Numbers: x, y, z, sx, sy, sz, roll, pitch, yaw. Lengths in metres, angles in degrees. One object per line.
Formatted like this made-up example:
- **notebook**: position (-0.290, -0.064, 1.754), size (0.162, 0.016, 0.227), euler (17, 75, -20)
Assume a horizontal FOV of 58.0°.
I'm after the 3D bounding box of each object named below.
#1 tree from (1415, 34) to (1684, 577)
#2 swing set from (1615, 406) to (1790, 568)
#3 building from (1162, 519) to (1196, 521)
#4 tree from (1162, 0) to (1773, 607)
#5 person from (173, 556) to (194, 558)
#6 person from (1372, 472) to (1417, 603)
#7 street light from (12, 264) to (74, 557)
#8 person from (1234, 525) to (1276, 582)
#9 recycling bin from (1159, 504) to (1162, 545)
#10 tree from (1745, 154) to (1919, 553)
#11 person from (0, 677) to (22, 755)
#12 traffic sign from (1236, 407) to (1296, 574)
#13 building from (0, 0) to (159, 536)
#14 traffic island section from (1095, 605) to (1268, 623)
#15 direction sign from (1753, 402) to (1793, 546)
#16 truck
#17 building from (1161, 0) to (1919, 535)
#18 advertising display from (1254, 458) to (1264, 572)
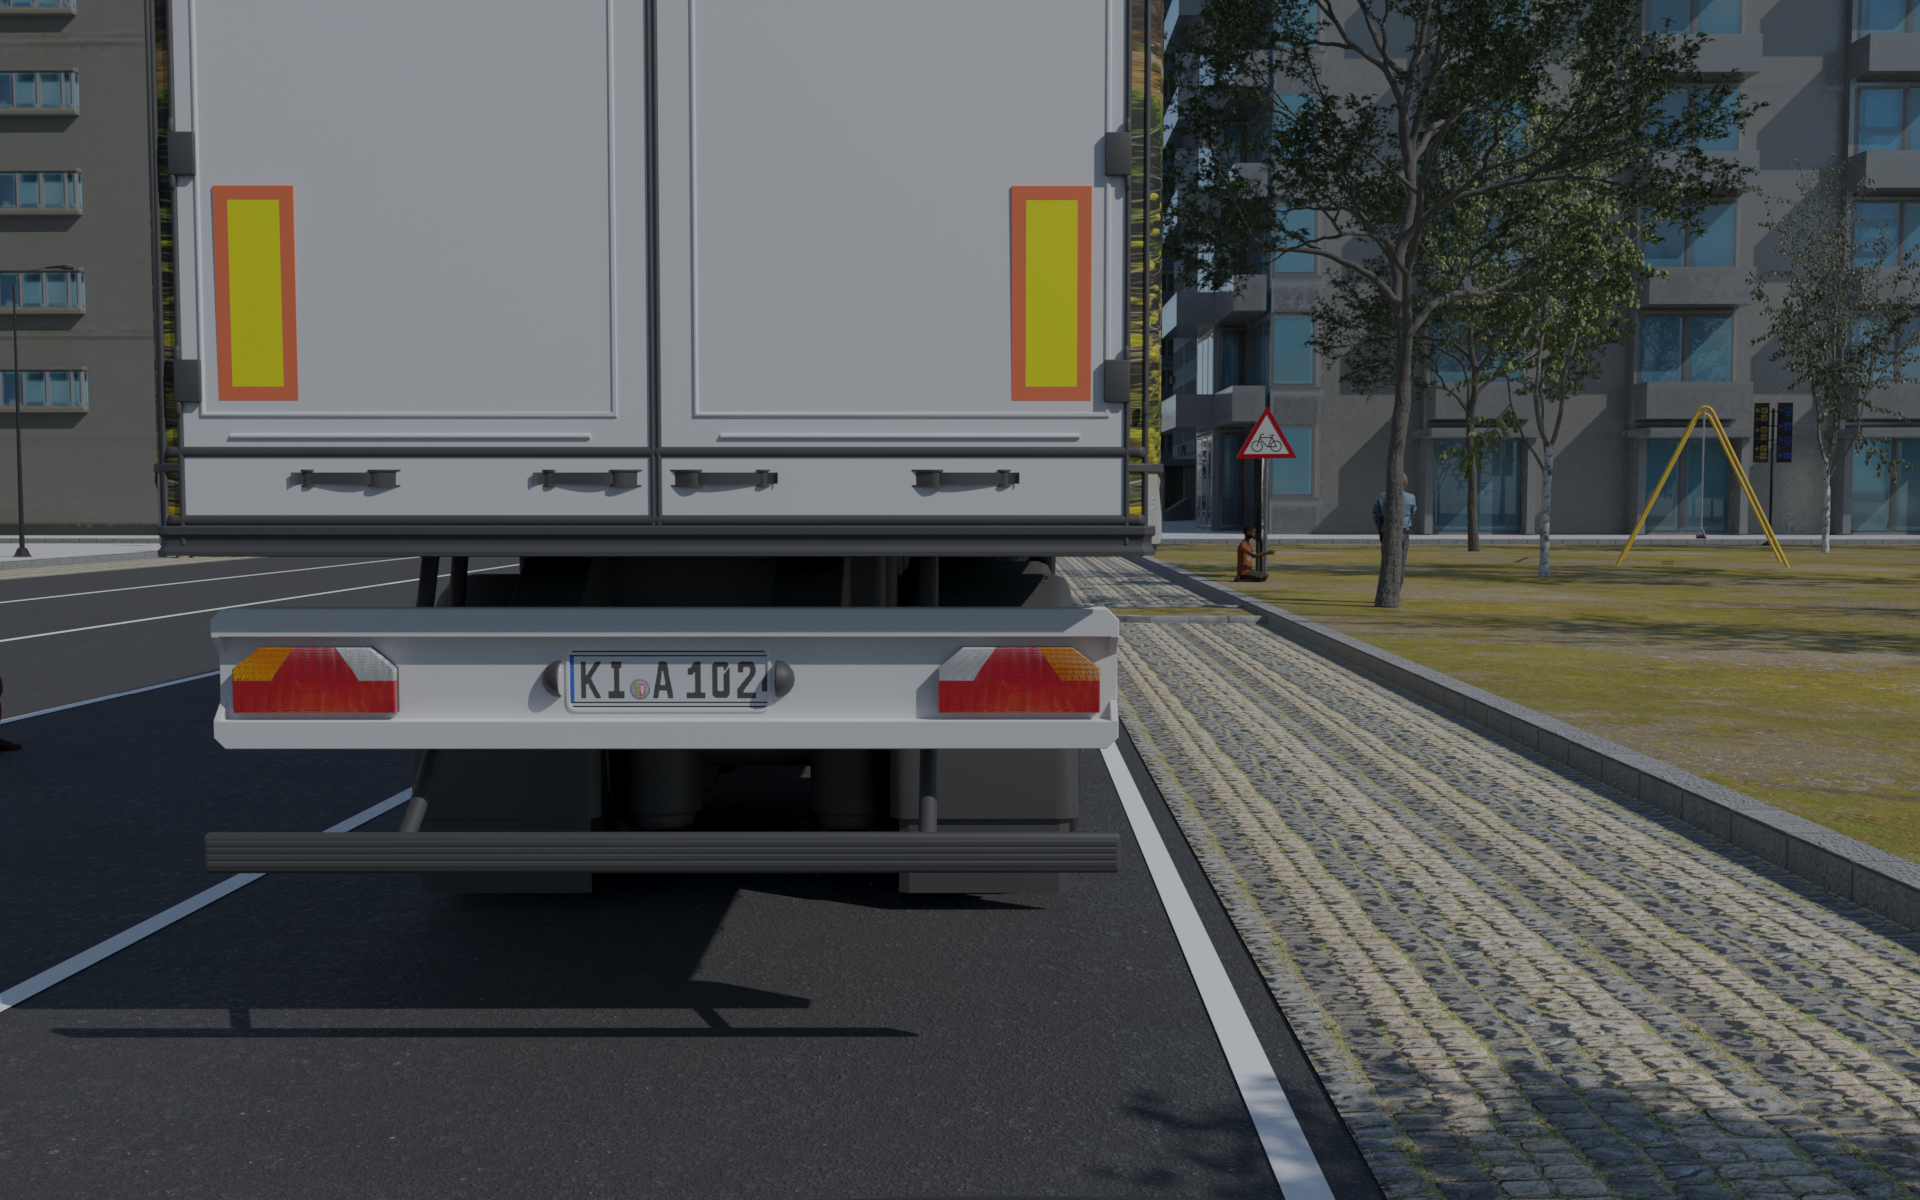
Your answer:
- **tree**: position (9.062, -4.670, 26.715), size (4.737, 8.622, 4.395), euler (0, 3, 0)
- **swing set**: position (13.760, -2.109, 32.104), size (2.862, 2.851, 3.119), euler (1, 4, 23)
- **building**: position (23.959, -24.282, 88.898), size (32.217, 40.220, 23.993), euler (0, 4, 1)
- **tree**: position (5.190, -5.192, 19.299), size (7.601, 10.594, 8.767), euler (0, 4, 3)
- **person**: position (-17.371, -1.639, 38.481), size (0.799, 1.438, 0.628), euler (-2, 4, -30)
- **person**: position (5.092, -0.740, 20.362), size (0.499, 1.552, 0.429), euler (3, 5, 43)
- **street light**: position (-18.559, -3.825, 35.086), size (1.470, 5.913, 1.316), euler (0, 4, 1)
- **person**: position (4.318, -0.675, 25.368), size (0.655, 0.850, 0.859), euler (2, 4, 24)
- **recycling bin**: position (4.659, -1.897, 43.572), size (0.722, 1.027, 0.722), euler (1, 4, 18)
- **tree**: position (18.956, -5.329, 37.495), size (4.360, 8.622, 3.978), euler (0, 3, 0)
- **person**: position (-5.334, 0.181, 9.454), size (0.340, 1.345, 0.435), euler (-2, 4, -28)
- **traffic sign**: position (4.574, -1.584, 25.905), size (0.884, 2.594, 0.081), euler (0, 4, 4)
- **building**: position (-31.088, -26.848, 62.670), size (21.300, 48.544, 21.600), euler (0, 4, 1)
- **traffic island section**: position (2.420, 0.172, 20.050), size (1.991, 0.108, 1.994), euler (0, 4, 1)
- **direction sign**: position (20.141, -3.118, 42.975), size (0.876, 3.537, 0.379), euler (1, 4, 17)
- **truck**: position (-0.748, -1.270, 9.677), size (2.839, 4.237, 11.283), euler (0, 4, 0)
- **building**: position (22.735, -27.102, 62.727), size (30.456, 49.044, 23.786), euler (0, 4, 1)
- **advertising display**: position (4.639, -1.315, 26.718), size (0.123, 1.923, 0.974), euler (1, 4, 15)
